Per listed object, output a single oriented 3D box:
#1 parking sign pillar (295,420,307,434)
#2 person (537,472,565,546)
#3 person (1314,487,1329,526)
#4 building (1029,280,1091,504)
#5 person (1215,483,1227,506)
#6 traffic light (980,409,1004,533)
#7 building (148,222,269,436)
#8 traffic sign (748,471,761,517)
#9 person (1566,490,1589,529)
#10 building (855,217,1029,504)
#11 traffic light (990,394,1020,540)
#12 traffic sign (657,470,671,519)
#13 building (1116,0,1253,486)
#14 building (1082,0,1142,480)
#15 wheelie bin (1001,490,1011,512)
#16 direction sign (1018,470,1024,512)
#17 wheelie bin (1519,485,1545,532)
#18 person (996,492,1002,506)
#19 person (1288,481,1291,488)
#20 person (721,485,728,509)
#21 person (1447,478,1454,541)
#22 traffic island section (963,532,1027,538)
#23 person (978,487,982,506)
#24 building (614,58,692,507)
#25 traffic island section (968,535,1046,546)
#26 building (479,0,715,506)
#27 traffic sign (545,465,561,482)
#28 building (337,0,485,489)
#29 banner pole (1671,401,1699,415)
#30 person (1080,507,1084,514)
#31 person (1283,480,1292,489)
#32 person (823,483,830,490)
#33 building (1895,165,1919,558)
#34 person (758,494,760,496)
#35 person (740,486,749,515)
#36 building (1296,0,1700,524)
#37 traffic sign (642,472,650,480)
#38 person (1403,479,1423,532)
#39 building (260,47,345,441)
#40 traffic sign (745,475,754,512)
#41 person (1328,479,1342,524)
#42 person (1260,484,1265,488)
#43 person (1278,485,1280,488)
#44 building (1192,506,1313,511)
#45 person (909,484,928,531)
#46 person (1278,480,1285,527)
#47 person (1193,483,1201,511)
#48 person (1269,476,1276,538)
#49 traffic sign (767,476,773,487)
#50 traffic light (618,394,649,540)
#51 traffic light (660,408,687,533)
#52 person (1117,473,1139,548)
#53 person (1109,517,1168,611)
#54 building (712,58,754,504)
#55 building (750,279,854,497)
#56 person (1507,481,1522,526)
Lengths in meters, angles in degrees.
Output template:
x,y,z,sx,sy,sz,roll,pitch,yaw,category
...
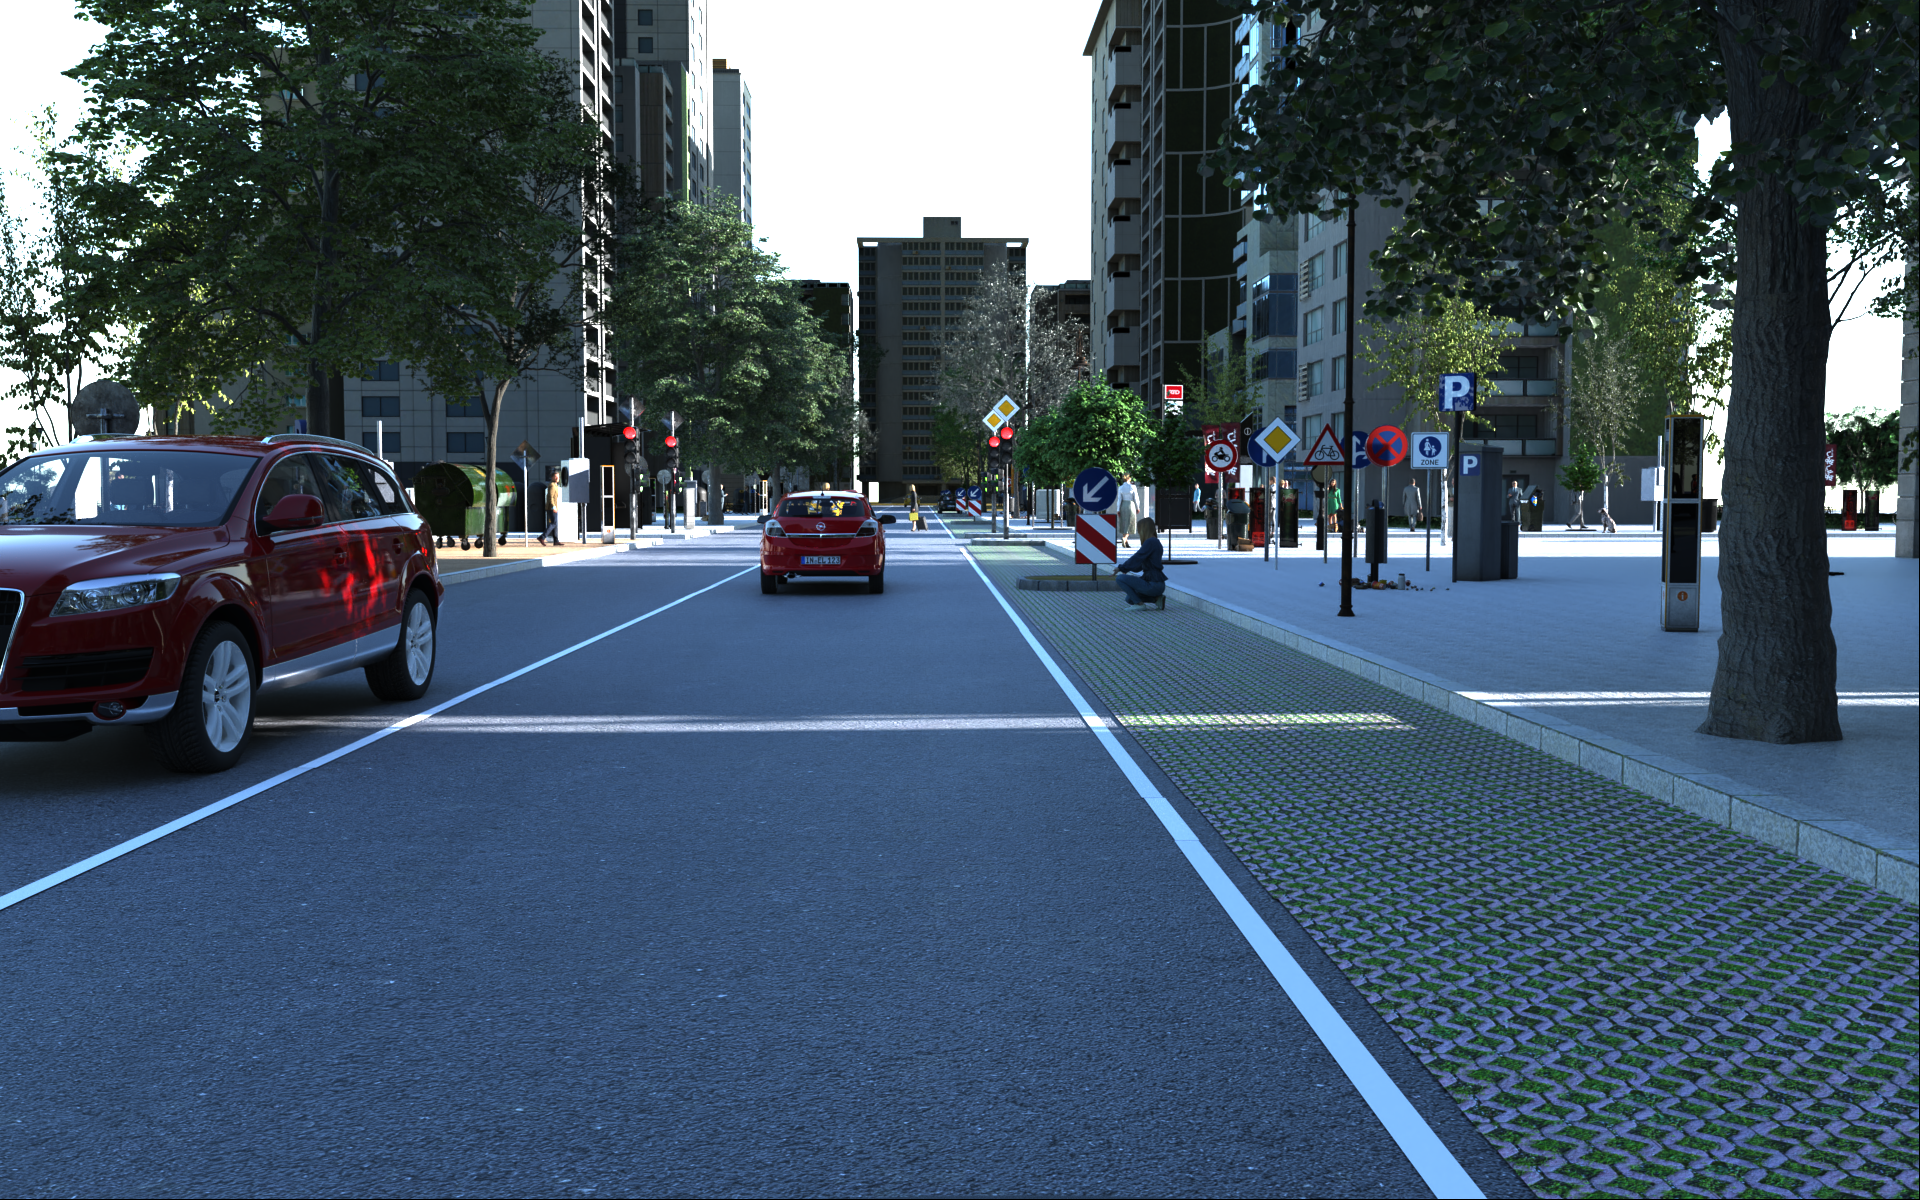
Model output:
x,y,z,sx,sy,sz,roll,pitch,yaw,category
-16.918,-3.459,45.023,1.447,3.967,1.447,-2,4,-29,parking sign pillar
-10.112,-2.260,42.911,0.656,1.842,0.836,3,5,41,person
13.997,-3.717,66.920,0.767,1.812,0.694,-1,4,-17,person
16.779,-28.434,236.595,14.107,30.474,14.160,0,4,-1,building
10.883,-4.065,72.851,0.599,1.781,0.374,2,4,29,person
1.095,-4.153,56.819,0.839,4.253,0.868,0,4,-1,traffic light
-76.301,-25.261,184.710,14.107,30.474,14.160,0,4,-1,building
-11.441,-5.920,96.789,0.884,2.594,0.081,0,4,1,traffic sign
22.957,-3.558,64.320,0.850,1.850,0.679,0,4,6,person
-2.581,-33.850,245.325,23.993,40.220,32.217,0,4,-1,building
1.283,-3.665,48.836,0.839,4.253,0.868,0,4,-1,traffic light
-15.332,-5.481,89.723,0.768,2.556,0.104,0,4,7,traffic sign
25.487,-43.815,154.625,20.563,71.187,20.611,0,4,-1,building
28.188,-36.110,179.637,28.713,52.752,27.495,0,4,-1,building
3.351,-7.048,123.143,0.980,1.594,0.693,-1,4,-16,wheelie bin
4.467,-8.246,126.821,0.379,3.537,0.876,-2,4,-30,direction sign
19.551,-3.134,59.155,0.693,1.594,0.980,-1,4,-10,wheelie bin
4.173,-10.711,181.256,1.350,1.814,0.705,2,4,31,person
13.443,-3.944,70.552,0.654,1.822,0.581,2,4,34,person
-12.985,-5.394,94.411,0.590,1.801,0.661,-3,5,-42,person
13.483,-2.483,47.194,0.519,1.759,0.362,2,4,27,person
1.135,-2.119,56.934,2.009,0.180,2.903,0,4,-1,traffic island section
1.532,-7.317,125.773,0.778,1.811,0.616,-1,4,-13,person
-32.631,-29.064,158.783,14.154,41.232,14.086,0,4,-1,building
1.323,-1.631,48.951,2.009,0.180,2.903,0,4,-1,traffic island section
-37.313,-45.532,182.693,20.611,71.187,20.563,0,4,-1,building
-14.482,-3.647,61.751,0.606,2.300,0.079,0,4,4,traffic sign
-36.770,-42.928,140.125,20.563,71.187,20.611,0,4,-1,building
19.319,-3.449,46.407,0.863,3.779,0.401,2,4,27,banner pole
4.983,-4.038,72.166,0.767,1.812,0.694,-1,4,-13,person
11.621,-3.383,61.747,0.661,1.777,0.834,0,4,3,person
-4.052,-2.914,56.356,1.509,1.804,0.699,3,4,36,person
25.133,-11.092,23.148,13.314,21.916,24.055,0,4,-1,building
-19.896,-9.893,167.800,1.348,1.822,0.705,0,4,-8,person
-13.188,-6.111,106.380,0.534,1.772,0.576,-2,4,-25,person
23.819,-24.172,78.812,14.086,41.232,14.154,0,4,-1,building
-14.627,-4.861,79.581,0.768,2.556,0.104,0,3,0,traffic sign
15.435,-3.231,58.973,0.694,1.812,0.767,2,4,35,person
-58.379,-34.115,181.482,21.600,48.544,21.300,0,4,-1,building
-14.244,-7.188,117.635,0.768,2.556,0.104,0,4,0,traffic sign
12.777,-3.244,59.328,0.600,1.795,0.529,0,4,8,person
17.033,-5.581,97.271,0.580,1.828,0.573,-2,4,-30,person
18.800,-5.831,101.561,0.721,1.800,0.419,-1,4,-17,person
26.902,-49.090,115.300,22.319,86.520,31.000,0,4,-1,building
-1.630,-3.550,66.759,0.699,1.804,1.509,2,4,27,person
11.089,-3.259,59.743,0.576,1.772,0.534,2,4,29,person
12.531,-5.213,91.143,0.748,1.841,0.638,0,4,7,person
8.853,-2.663,49.863,0.573,1.790,0.520,1,4,17,person
-13.366,-7.455,121.888,0.884,2.594,0.081,0,4,4,traffic sign
-9.175,-3.649,48.575,0.839,4.253,0.868,0,4,-1,traffic light
-9.363,-4.137,56.558,0.839,4.253,0.868,0,4,-1,traffic light
3.955,-2.131,41.105,0.478,1.798,0.641,2,4,32,person
2.142,-0.440,21.189,0.738,1.151,1.012,2,4,28,person
-42.841,-42.549,237.674,28.212,58.520,21.231,0,4,-1,building
-21.618,-28.403,236.085,14.107,30.474,14.160,0,4,-1,building
22.197,-3.860,69.328,0.661,1.801,0.590,2,4,29,person
